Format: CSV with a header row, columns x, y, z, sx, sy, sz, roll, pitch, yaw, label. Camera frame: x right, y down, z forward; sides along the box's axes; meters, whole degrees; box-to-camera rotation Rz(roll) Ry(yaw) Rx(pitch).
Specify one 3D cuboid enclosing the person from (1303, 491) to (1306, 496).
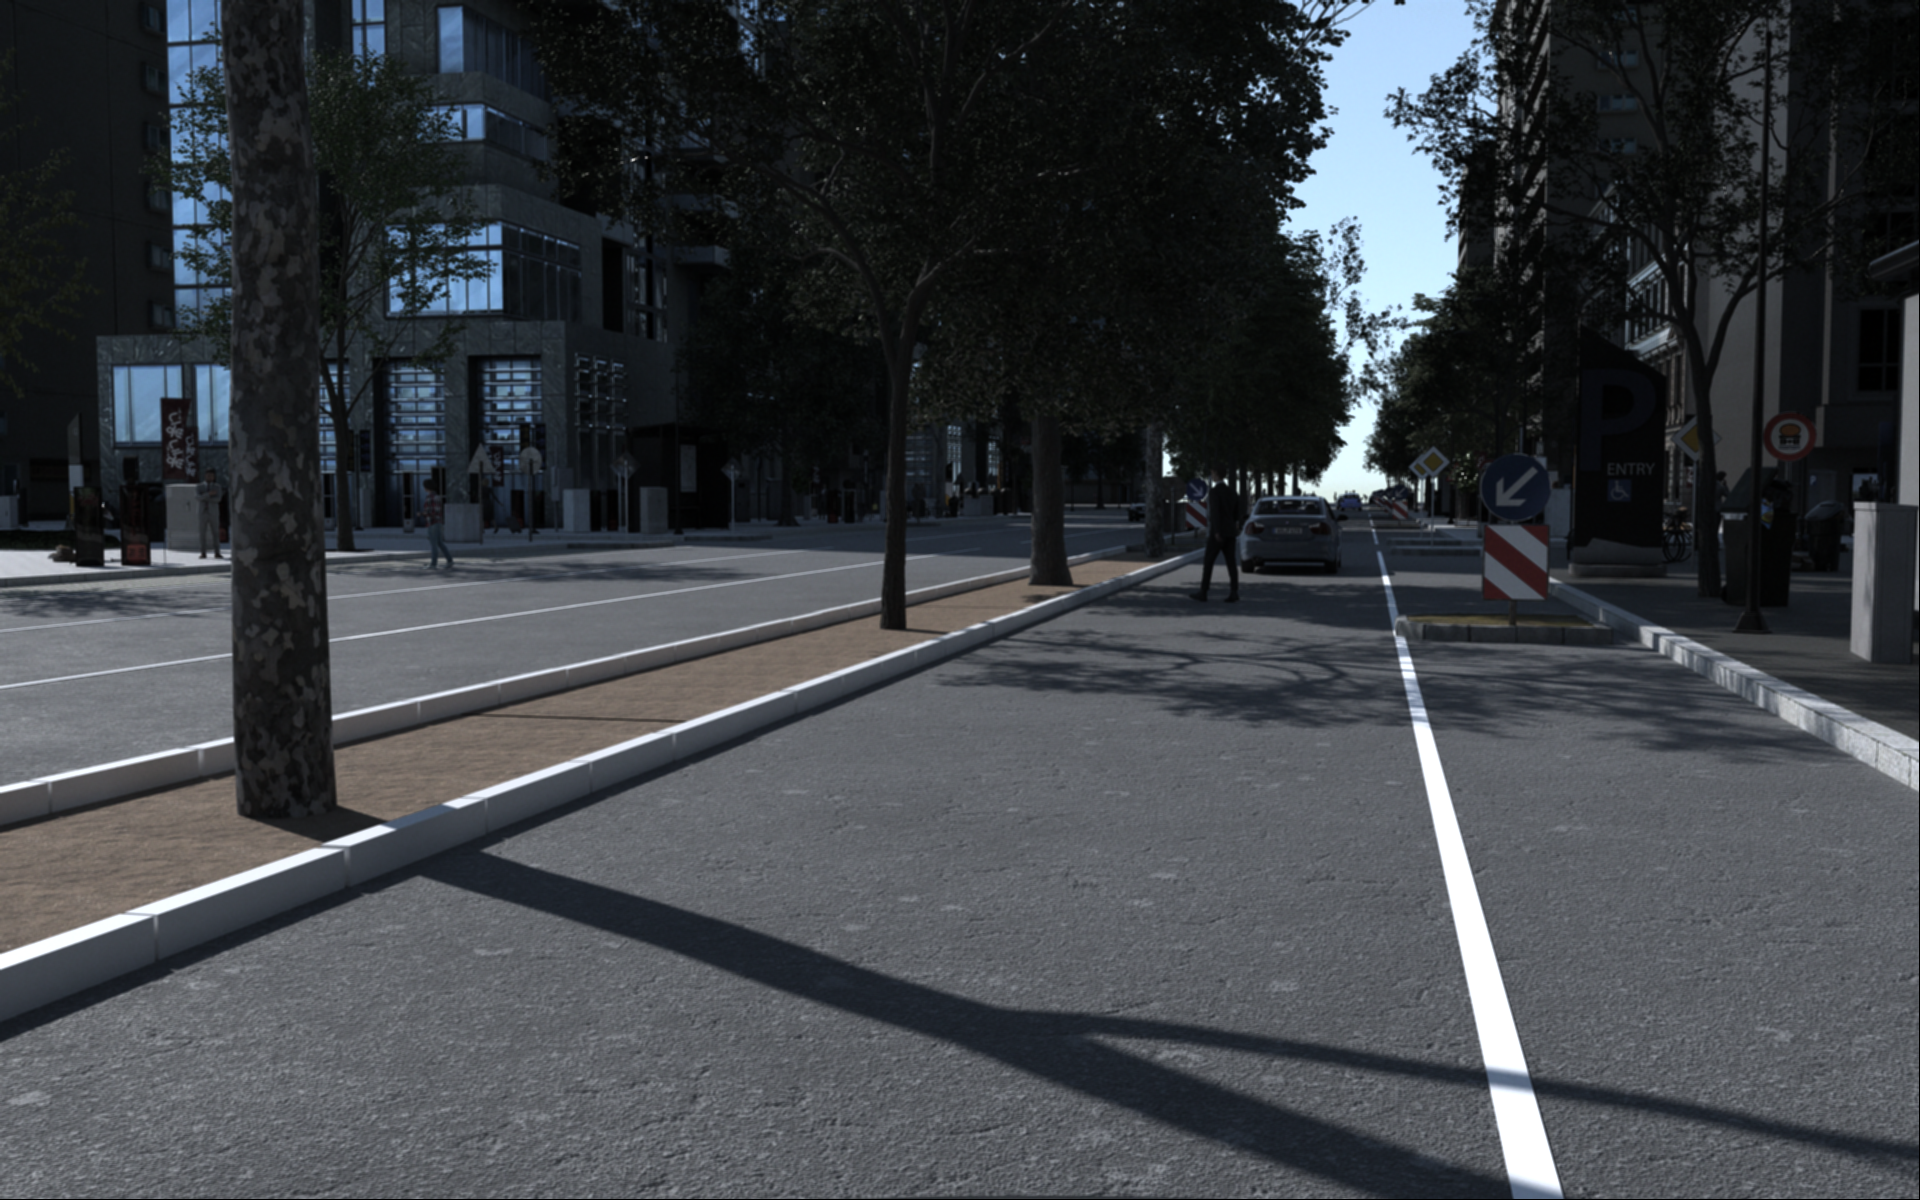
x,y,z,sx,sy,sz,roll,pitch,yaw,label
48.252,-14.300,242.447,0.705,1.807,1.348,-1,4,-13,person

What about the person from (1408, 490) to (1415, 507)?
x,y,z,sx,sy,sz,roll,pitch,yaw,label
43.180,-9.800,166.286,0.705,1.822,1.348,-2,4,-30,person

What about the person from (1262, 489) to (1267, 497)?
x,y,z,sx,sy,sz,roll,pitch,yaw,label
20.854,-6.757,119.170,0.583,1.804,0.606,1,4,12,person

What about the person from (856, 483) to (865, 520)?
x,y,z,sx,sy,sz,roll,pitch,yaw,label
-4.866,-4.746,83.830,0.709,1.800,0.728,-2,4,-35,person

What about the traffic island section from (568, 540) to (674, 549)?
x,y,z,sx,sy,sz,roll,pitch,yaw,label
-8.927,-1.468,46.287,2.009,0.180,2.903,1,4,13,traffic island section

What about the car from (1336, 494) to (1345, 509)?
x,y,z,sx,sy,sz,roll,pitch,yaw,label
36.494,-9.276,163.672,2.014,1.417,4.499,1,4,14,car

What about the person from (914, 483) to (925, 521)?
x,y,z,sx,sy,sz,roll,pitch,yaw,label
-1.925,-4.753,83.722,0.580,1.828,0.573,-2,4,-34,person

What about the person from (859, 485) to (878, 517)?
x,y,z,sx,sy,sz,roll,pitch,yaw,label
-5.087,-5.487,95.975,0.699,1.804,1.509,-1,4,-23,person

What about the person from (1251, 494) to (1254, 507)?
x,y,z,sx,sy,sz,roll,pitch,yaw,label
30.500,-10.359,181.104,0.697,1.427,0.421,-3,4,-39,person

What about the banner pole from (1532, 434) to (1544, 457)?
x,y,z,sx,sy,sz,roll,pitch,yaw,label
24.262,-5.068,72.879,0.863,3.779,0.401,-2,4,-31,banner pole

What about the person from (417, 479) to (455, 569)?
x,y,z,sx,sy,sz,roll,pitch,yaw,label
-10.004,-1.450,33.038,0.643,1.720,0.563,0,4,-6,person

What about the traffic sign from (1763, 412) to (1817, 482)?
x,y,z,sx,sy,sz,roll,pitch,yaw,label
12.838,-1.637,26.868,0.768,2.556,0.104,1,4,15,traffic sign

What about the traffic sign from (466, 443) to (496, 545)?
x,y,z,sx,sy,sz,roll,pitch,yaw,label
-12.142,-2.682,43.850,0.884,2.594,0.081,1,4,19,traffic sign

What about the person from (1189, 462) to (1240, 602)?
x,y,z,sx,sy,sz,roll,pitch,yaw,label
3.404,-0.900,22.997,0.659,1.850,0.755,-3,4,-38,person

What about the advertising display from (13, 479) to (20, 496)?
x,y,z,sx,sy,sz,roll,pitch,yaw,label
-40.014,-4.176,73.491,0.123,1.923,0.974,-3,4,-36,advertising display

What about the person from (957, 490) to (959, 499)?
x,y,z,sx,sy,sz,roll,pitch,yaw,label
-0.045,-6.933,119.273,0.818,1.842,0.514,2,4,24,person

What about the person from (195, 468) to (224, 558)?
x,y,z,sx,sy,sz,roll,pitch,yaw,label
-14.970,-1.731,34.530,0.511,1.800,0.466,-3,4,-38,person

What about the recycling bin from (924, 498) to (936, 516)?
x,y,z,sx,sy,sz,roll,pitch,yaw,label
-1.731,-5.405,100.931,0.722,1.027,0.722,-2,4,-35,recycling bin

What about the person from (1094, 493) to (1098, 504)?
x,y,z,sx,sy,sz,roll,pitch,yaw,label
17.152,-12.826,218.986,0.421,1.427,0.697,2,4,28,person

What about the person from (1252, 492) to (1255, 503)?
x,y,z,sx,sy,sz,roll,pitch,yaw,label
45.233,-15.742,266.686,0.445,1.727,0.742,-3,5,-42,person

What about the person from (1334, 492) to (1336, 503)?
x,y,z,sx,sy,sz,roll,pitch,yaw,label
58.211,-15.889,269.074,0.721,1.735,1.217,2,4,28,person

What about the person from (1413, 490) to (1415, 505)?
x,y,z,sx,sy,sz,roll,pitch,yaw,label
51.303,-11.602,195.743,1.348,1.822,0.705,-3,4,-36,person

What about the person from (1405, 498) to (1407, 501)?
x,y,z,sx,sy,sz,roll,pitch,yaw,label
49.346,-11.329,191.411,1.348,1.807,0.705,0,4,-7,person

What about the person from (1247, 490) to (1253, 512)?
x,y,z,sx,sy,sz,roll,pitch,yaw,label
23.003,-7.878,137.842,0.750,1.759,0.617,0,4,6,person

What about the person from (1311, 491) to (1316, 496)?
x,y,z,sx,sy,sz,roll,pitch,yaw,label
42.656,-12.225,208.909,0.617,1.759,0.750,2,4,24,person

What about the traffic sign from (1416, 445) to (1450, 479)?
x,y,z,sx,sy,sz,roll,pitch,yaw,label
11.344,-2.403,41.483,0.795,2.593,0.064,1,4,13,traffic sign

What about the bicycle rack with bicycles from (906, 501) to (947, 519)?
x,y,z,sx,sy,sz,roll,pitch,yaw,label
-2.103,-4.678,89.872,2.852,0.926,2.925,2,4,35,bicycle rack with bicycles

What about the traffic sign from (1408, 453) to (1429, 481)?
x,y,z,sx,sy,sz,roll,pitch,yaw,label
13.160,-2.879,49.260,0.795,2.593,0.064,1,4,13,traffic sign

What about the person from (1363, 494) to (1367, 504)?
x,y,z,sx,sy,sz,roll,pitch,yaw,label
57.346,-14.284,245.234,0.628,1.438,0.799,1,4,18,person

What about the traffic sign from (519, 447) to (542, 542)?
x,y,z,sx,sy,sz,roll,pitch,yaw,label
-11.586,-2.847,46.655,0.768,2.556,0.104,1,4,23,traffic sign

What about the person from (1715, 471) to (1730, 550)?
x,y,z,sx,sy,sz,roll,pitch,yaw,label
17.250,-2.041,39.594,0.473,1.802,0.592,-2,4,-30,person

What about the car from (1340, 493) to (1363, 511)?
x,y,z,sx,sy,sz,roll,pitch,yaw,label
33.199,-8.393,146.822,1.945,1.707,3.694,1,4,15,car

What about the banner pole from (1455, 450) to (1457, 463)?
x,y,z,sx,sy,sz,roll,pitch,yaw,label
28.145,-6.606,98.026,0.863,3.779,0.401,-3,5,-45,banner pole

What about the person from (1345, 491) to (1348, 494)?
x,y,z,sx,sy,sz,roll,pitch,yaw,label
50.950,-13.477,228.473,1.348,1.869,0.705,3,4,36,person

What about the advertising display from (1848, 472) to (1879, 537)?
x,y,z,sx,sy,sz,roll,pitch,yaw,label
26.856,-2.823,51.377,0.974,1.923,0.123,0,4,-5,advertising display

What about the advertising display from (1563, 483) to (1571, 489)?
x,y,z,sx,sy,sz,roll,pitch,yaw,label
35.759,-5.876,101.289,0.974,1.923,0.123,3,4,37,advertising display

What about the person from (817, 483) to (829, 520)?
x,y,z,sx,sy,sz,roll,pitch,yaw,label
-6.870,-4.965,87.177,0.622,1.834,0.822,0,4,-5,person

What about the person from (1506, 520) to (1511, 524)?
x,y,z,sx,sy,sz,roll,pitch,yaw,label
14.852,-2.309,46.521,0.573,1.790,0.520,0,3,0,person

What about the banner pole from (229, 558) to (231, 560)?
x,y,z,sx,sy,sz,roll,pitch,yaw,label
-13.910,-2.681,33.850,0.863,3.779,0.401,0,4,7,banner pole

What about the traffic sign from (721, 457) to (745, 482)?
x,y,z,sx,sy,sz,roll,pitch,yaw,label
-7.087,-3.168,53.991,0.795,2.593,0.064,1,4,13,traffic sign

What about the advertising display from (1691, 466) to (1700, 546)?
x,y,z,sx,sy,sz,roll,pitch,yaw,label
17.226,-2.157,40.487,0.123,1.923,0.974,2,4,29,advertising display

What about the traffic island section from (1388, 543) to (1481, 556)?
x,y,z,sx,sy,sz,roll,pitch,yaw,label
11.369,-1.179,41.561,2.009,0.180,2.903,1,4,13,traffic island section

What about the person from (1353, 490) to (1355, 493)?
x,y,z,sx,sy,sz,roll,pitch,yaw,label
40.541,-10.399,178.478,0.705,1.831,1.348,3,4,36,person

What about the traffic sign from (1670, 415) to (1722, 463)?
x,y,z,sx,sy,sz,roll,pitch,yaw,label
12.194,-1.772,28.703,0.795,2.593,0.064,1,4,15,traffic sign

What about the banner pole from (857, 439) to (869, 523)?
x,y,z,sx,sy,sz,roll,pitch,yaw,label
-4.309,-5.358,77.622,0.401,3.779,0.863,2,4,32,banner pole

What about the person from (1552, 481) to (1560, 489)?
x,y,z,sx,sy,sz,roll,pitch,yaw,label
21.040,-3.354,61.474,0.643,1.750,0.593,3,4,39,person

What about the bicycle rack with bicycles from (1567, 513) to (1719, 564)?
x,y,z,sx,sy,sz,roll,pitch,yaw,label
13.060,-1.195,32.916,2.925,0.926,2.852,-1,4,-9,bicycle rack with bicycles

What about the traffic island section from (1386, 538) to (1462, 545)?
x,y,z,sx,sy,sz,roll,pitch,yaw,label
13.185,-1.655,49.337,2.009,0.180,2.903,1,4,13,traffic island section

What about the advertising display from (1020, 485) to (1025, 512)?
x,y,z,sx,sy,sz,roll,pitch,yaw,label
4.456,-7.257,123.869,0.123,1.923,0.974,1,4,15,advertising display

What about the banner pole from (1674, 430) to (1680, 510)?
x,y,z,sx,sy,sz,roll,pitch,yaw,label
28.223,-4.780,68.177,0.401,3.779,0.863,3,4,36,banner pole

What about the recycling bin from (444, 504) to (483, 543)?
x,y,z,sx,sy,sz,roll,pitch,yaw,label
-13.119,-2.032,45.779,0.722,1.027,0.722,2,4,26,recycling bin

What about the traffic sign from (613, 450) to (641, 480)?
x,y,z,sx,sy,sz,roll,pitch,yaw,label
-8.902,-2.693,46.214,0.795,2.593,0.064,1,4,13,traffic sign

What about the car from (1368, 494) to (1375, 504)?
x,y,z,sx,sy,sz,roll,pitch,yaw,label
59.792,-14.662,249.505,2.009,1.686,4.222,1,4,15,car

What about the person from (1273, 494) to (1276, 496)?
x,y,z,sx,sy,sz,roll,pitch,yaw,label
45.679,-14.977,253.400,1.348,1.821,0.705,1,4,9,person

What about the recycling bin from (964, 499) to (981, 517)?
x,y,z,sx,sy,sz,roll,pitch,yaw,label
0.695,-5.202,97.602,0.722,1.027,0.722,-2,4,-28,recycling bin

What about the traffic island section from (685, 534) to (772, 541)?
x,y,z,sx,sy,sz,roll,pitch,yaw,label
-7.111,-1.944,54.063,2.009,0.180,2.903,1,4,13,traffic island section

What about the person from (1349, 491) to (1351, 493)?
x,y,z,sx,sy,sz,roll,pitch,yaw,label
49.750,-12.930,220.426,0.721,1.766,1.217,-1,4,-20,person

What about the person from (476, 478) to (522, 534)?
x,y,z,sx,sy,sz,roll,pitch,yaw,label
-15.063,-3.058,56.261,1.509,1.804,0.699,1,4,21,person

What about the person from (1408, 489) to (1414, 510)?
x,y,z,sx,sy,sz,roll,pitch,yaw,label
37.258,-8.356,143.471,0.742,1.727,0.445,0,4,-1,person
